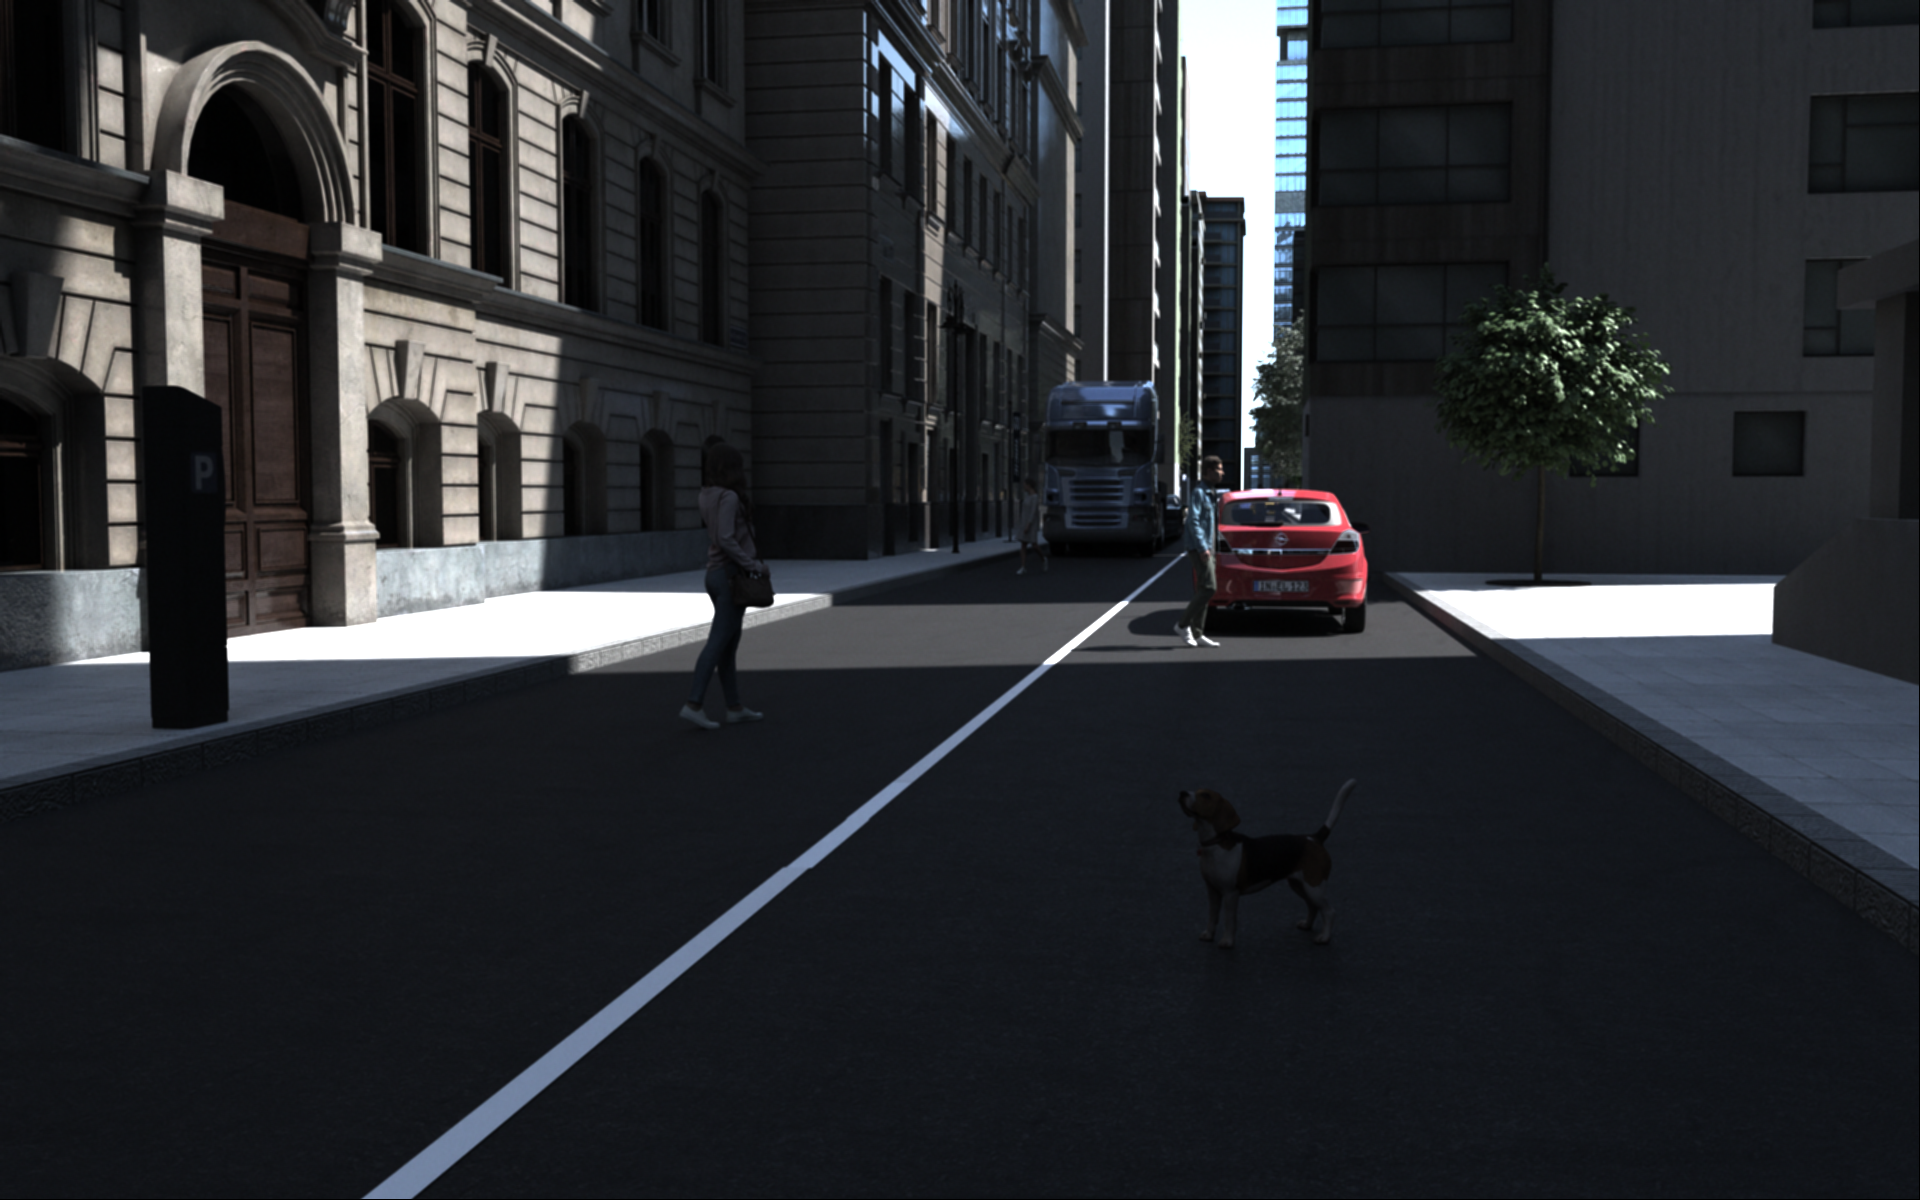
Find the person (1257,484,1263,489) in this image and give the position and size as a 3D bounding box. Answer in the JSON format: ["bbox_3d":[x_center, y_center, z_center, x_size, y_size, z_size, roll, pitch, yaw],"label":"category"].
[{"bbox_3d":[11.106,-3.384,63.932,0.767,1.812,0.694,1,4,13],"label":"person"}]

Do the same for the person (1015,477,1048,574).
[{"bbox_3d":[1.274,-1.340,31.158,0.466,1.731,0.760,3,4,37],"label":"person"}]

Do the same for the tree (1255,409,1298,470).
[{"bbox_3d":[30.351,-13.398,153.469,8.767,10.594,7.601,-1,4,-10],"label":"tree"}]

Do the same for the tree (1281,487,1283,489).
[{"bbox_3d":[43.032,-14.336,228.994,1.663,3.219,1.824,0,3,0],"label":"tree"}]

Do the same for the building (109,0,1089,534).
[{"bbox_3d":[-12.802,-15.233,68.147,34.723,24.649,14.460,1,4,10],"label":"building"}]

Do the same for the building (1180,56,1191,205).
[{"bbox_3d":[16.087,-32.147,175.720,14.600,45.320,14.200,1,4,10],"label":"building"}]

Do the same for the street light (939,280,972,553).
[{"bbox_3d":[-0.093,-3.958,37.505,0.468,5.910,1.993,1,4,10],"label":"street light"}]

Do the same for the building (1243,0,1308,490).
[{"bbox_3d":[55.821,-56.864,242.397,31.000,86.520,22.319,1,4,10],"label":"building"}]

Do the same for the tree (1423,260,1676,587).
[{"bbox_3d":[8.202,-2.487,24.379,4.285,4.588,4.351,0,3,0],"label":"tree"}]

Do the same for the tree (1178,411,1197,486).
[{"bbox_3d":[18.264,-12.056,147.478,4.737,8.622,4.395,0,3,0],"label":"tree"}]

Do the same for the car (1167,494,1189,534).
[{"bbox_3d":[7.416,-3.202,64.155,2.131,1.459,4.920,1,4,10],"label":"car"}]

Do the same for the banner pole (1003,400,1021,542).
[{"bbox_3d":[1.443,-3.441,46.283,0.401,3.779,0.863,2,4,27],"label":"banner pole"}]

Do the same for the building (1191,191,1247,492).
[{"bbox_3d":[26.206,-36.297,248.074,28.867,44.769,22.147,1,4,10],"label":"building"}]

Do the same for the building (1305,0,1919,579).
[{"bbox_3d":[13.816,-15.994,33.197,14.160,30.474,14.107,1,4,10],"label":"building"}]

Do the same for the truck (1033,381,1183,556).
[{"bbox_3d":[4.479,-3.505,47.068,2.967,4.110,18.799,1,4,10],"label":"truck"}]

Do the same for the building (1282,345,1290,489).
[{"bbox_3d":[53.575,-22.366,210.721,27.650,21.520,28.899,1,4,10],"label":"building"}]

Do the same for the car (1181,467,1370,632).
[{"bbox_3d":[3.569,-0.644,19.564,2.155,1.783,4.494,1,4,9],"label":"car"}]

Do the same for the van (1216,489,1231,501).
[{"bbox_3d":[21.331,-8.192,140.953,2.013,2.044,4.112,1,4,10],"label":"van"}]

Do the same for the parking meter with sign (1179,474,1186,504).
[{"bbox_3d":[19.236,-9.639,153.861,0.543,3.016,1.738,-3,5,-44],"label":"parking meter with sign"}]

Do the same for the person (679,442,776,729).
[{"bbox_3d":[-1.486,-0.100,10.726,0.643,1.750,0.593,-2,4,-29],"label":"person"}]

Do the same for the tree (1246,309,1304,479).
[{"bbox_3d":[22.947,-12.633,113.198,9.857,13.997,8.962,0,3,0],"label":"tree"}]

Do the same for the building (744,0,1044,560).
[{"bbox_3d":[-5.291,-15.186,45.559,12.463,27.353,25.104,1,4,10],"label":"building"}]

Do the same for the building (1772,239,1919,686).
[{"bbox_3d":[21.699,-19.099,4.153,32.217,40.220,23.993,1,4,10],"label":"building"}]

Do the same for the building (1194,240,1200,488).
[{"bbox_3d":[18.922,-25.591,190.106,14.160,30.474,14.107,1,4,10],"label":"building"}]

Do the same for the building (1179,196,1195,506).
[{"bbox_3d":[14.248,-23.881,162.154,14.160,30.474,14.107,1,4,10],"label":"building"}]

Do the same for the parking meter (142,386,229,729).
[{"bbox_3d":[-4.279,-0.237,9.589,0.255,1.863,0.399,1,4,12],"label":"parking meter"}]

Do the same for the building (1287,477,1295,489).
[{"bbox_3d":[48.690,-29.238,169.918,32.217,40.220,23.993,1,4,10],"label":"building"}]

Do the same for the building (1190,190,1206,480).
[{"bbox_3d":[18.116,-31.947,214.220,23.993,40.220,32.217,1,4,10],"label":"building"}]

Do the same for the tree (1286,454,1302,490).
[{"bbox_3d":[24.684,-8.458,122.007,4.285,4.588,4.351,0,3,0],"label":"tree"}]

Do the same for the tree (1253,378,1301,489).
[{"bbox_3d":[28.169,-13.340,143.872,9.928,11.665,9.643,0,3,0],"label":"tree"}]

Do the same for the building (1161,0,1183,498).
[{"bbox_3d":[3.697,-24.633,86.350,14.154,41.232,14.086,1,4,10],"label":"building"}]

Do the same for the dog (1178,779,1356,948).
[{"bbox_3d":[0.984,0.841,5.540,0.406,0.507,0.540,2,4,31],"label":"dog"}]

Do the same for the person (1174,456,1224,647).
[{"bbox_3d":[2.237,-0.447,16.158,0.444,1.785,0.601,2,4,29],"label":"person"}]

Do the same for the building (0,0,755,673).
[{"bbox_3d":[-11.788,-12.038,15.906,14.460,24.649,34.723,1,4,10],"label":"building"}]
